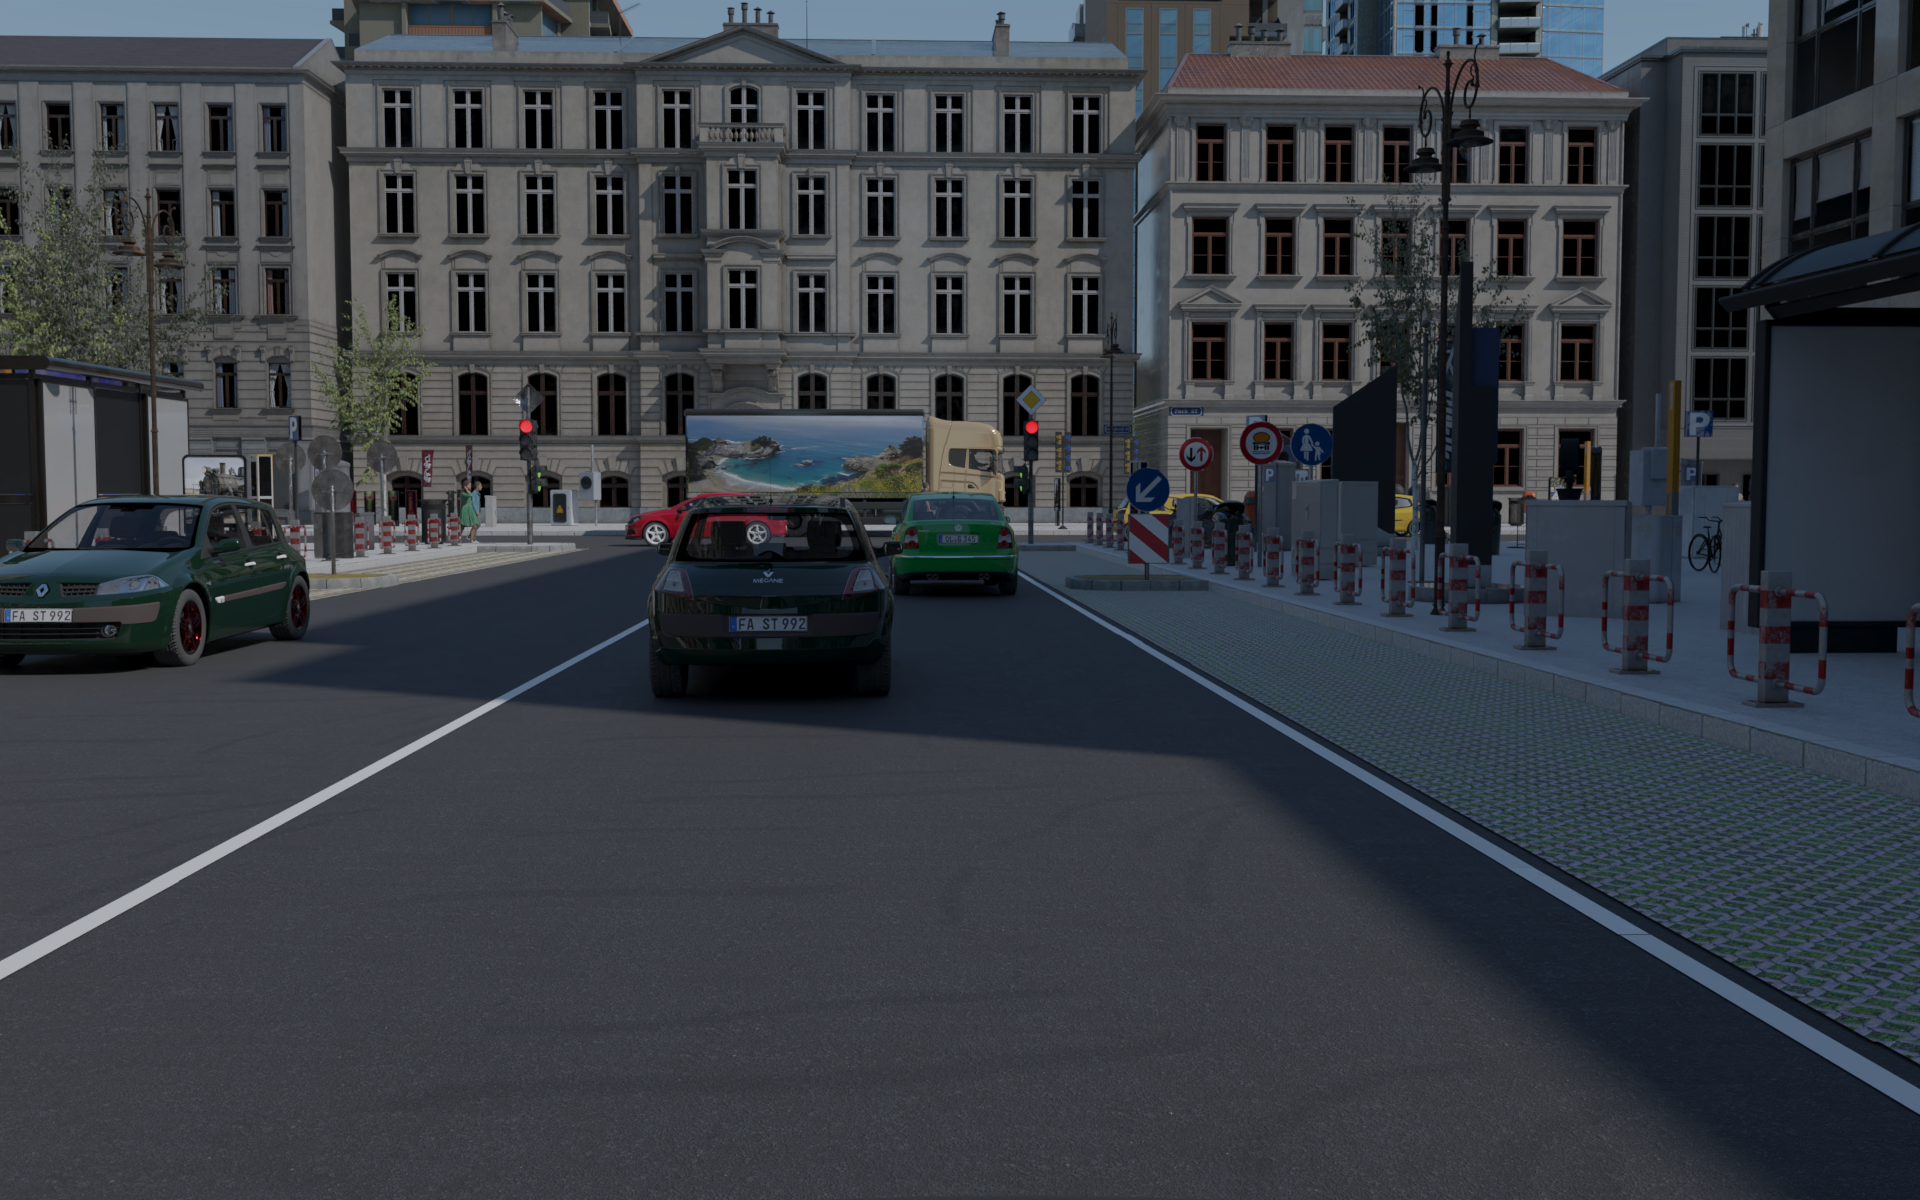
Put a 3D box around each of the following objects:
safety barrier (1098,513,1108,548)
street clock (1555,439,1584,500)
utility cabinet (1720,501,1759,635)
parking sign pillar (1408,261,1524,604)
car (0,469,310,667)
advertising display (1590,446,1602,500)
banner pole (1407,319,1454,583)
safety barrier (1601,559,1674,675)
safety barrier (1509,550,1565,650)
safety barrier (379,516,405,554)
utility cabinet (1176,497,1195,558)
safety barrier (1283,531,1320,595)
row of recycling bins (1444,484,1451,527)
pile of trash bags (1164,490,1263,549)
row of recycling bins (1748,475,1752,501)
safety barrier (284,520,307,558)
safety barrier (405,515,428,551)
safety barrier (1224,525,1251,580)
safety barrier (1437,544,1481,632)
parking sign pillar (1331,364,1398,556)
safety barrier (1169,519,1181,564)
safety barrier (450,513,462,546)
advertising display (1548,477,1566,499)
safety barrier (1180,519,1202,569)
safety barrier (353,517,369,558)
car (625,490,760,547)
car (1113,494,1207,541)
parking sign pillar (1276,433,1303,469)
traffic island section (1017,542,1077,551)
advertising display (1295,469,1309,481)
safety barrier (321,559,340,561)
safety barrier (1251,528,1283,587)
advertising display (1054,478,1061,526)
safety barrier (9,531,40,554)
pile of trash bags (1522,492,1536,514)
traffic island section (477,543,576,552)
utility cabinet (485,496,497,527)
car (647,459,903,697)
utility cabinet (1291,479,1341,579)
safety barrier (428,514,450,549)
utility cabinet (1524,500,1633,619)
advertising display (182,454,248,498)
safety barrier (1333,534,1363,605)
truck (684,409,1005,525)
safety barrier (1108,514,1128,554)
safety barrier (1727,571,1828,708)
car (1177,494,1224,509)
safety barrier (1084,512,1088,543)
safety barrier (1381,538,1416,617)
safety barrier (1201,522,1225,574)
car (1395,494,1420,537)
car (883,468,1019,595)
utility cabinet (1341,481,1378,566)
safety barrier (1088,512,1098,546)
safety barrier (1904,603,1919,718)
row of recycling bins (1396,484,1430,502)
[{"bbox_3d":[3.559,-1.647,41.210,0.300,0.817,1.120,0,4,-3],"label":"safety barrier"},{"bbox_3d":[7.967,-1.107,22.664,0.358,2.002,0.471,1,4,22],"label":"street clock"},{"bbox_3d":[7.374,-0.292,15.936,0.306,1.237,1.020,0,4,-3],"label":"utility cabinet"},{"bbox_3d":[6.147,-1.976,20.776,1.447,3.967,1.447,1,4,13],"label":"parking sign pillar"},{"bbox_3d":[-7.288,-0.356,15.611,2.009,1.686,4.222,0,4,-2],"label":"car"},{"bbox_3d":[8.716,-1.134,23.760,0.123,1.923,0.974,1,4,21],"label":"advertising display"},{"bbox_3d":[6.896,-2.131,24.856,0.863,3.779,0.401,1,4,14],"label":"banner pole"},{"bbox_3d":[4.829,0.116,12.373,0.300,0.817,1.120,0,4,-3],"label":"safety barrier"},{"bbox_3d":[4.751,-0.001,14.289,0.300,0.817,1.120,0,4,-3],"label":"safety barrier"},{"bbox_3d":[-12.193,-1.383,36.881,0.300,0.817,1.120,0,4,-3],"label":"safety barrier"},{"bbox_3d":[4.564,-1.466,35.125,0.306,1.237,1.020,1,4,12],"label":"utility cabinet"},{"bbox_3d":[4.407,-0.471,21.979,0.300,0.817,1.120,0,4,-3],"label":"safety barrier"},{"bbox_3d":[19.796,-3.757,68.543,1.069,1.692,3.534,0,4,4],"label":"row of recycling bins"},{"bbox_3d":[6.350,-1.972,41.987,1.912,1.369,3.447,3,5,42],"label":"pile of trash bags"},{"bbox_3d":[9.447,-0.700,18.556,1.069,1.692,3.534,3,5,44],"label":"row of recycling bins"},{"bbox_3d":[-11.942,-1.030,31.119,0.300,0.817,1.120,0,4,-3],"label":"safety barrier"},{"bbox_3d":[-12.282,-1.501,38.809,0.300,0.817,1.120,0,4,-3],"label":"safety barrier"},{"bbox_3d":[4.237,-0.706,25.820,0.300,0.817,1.120,0,4,-3],"label":"safety barrier"},{"bbox_3d":[4.662,-0.118,16.204,0.300,0.817,1.120,0,4,-3],"label":"safety barrier"},{"bbox_3d":[8.428,-2.919,36.198,1.447,3.967,1.447,0,4,7],"label":"parking sign pillar"},{"bbox_3d":[3.986,-1.060,31.600,0.300,0.817,1.120,0,4,-3],"label":"safety barrier"},{"bbox_3d":[-12.450,-1.735,42.641,0.300,0.817,1.120,0,4,-3],"label":"safety barrier"},{"bbox_3d":[23.244,-3.797,67.291,0.974,1.923,0.123,-2,4,-27],"label":"advertising display"},{"bbox_3d":[4.067,-0.942,29.673,0.300,0.817,1.120,0,4,-3],"label":"safety barrier"},{"bbox_3d":[-12.113,-1.265,34.966,0.300,0.817,1.120,0,4,-3],"label":"safety barrier"},{"bbox_3d":[-7.031,-2.384,48.019,4.494,1.783,2.155,0,4,-3],"label":"car"},{"bbox_3d":[6.558,-2.612,52.923,3.980,1.641,2.015,0,4,-3],"label":"car"},{"bbox_3d":[12.830,-4.881,68.272,1.447,3.967,1.447,2,4,25],"label":"parking sign pillar"},{"bbox_3d":[1.842,-1.362,44.549,2.009,0.180,2.903,0,4,-3],"label":"traffic island section"},{"bbox_3d":[8.562,-2.390,44.297,0.123,1.923,0.974,-3,5,-41],"label":"advertising display"},{"bbox_3d":[-12.025,-1.148,33.050,0.300,0.817,1.120,0,4,-3],"label":"safety barrier"},{"bbox_3d":[4.322,-0.589,23.905,0.300,0.817,1.120,0,4,-3],"label":"safety barrier"},{"bbox_3d":[3.940,-3.966,70.064,0.123,1.923,0.974,0,4,-5],"label":"advertising display"},{"bbox_3d":[-11.516,-0.443,21.516,0.300,0.817,1.120,0,4,-3],"label":"safety barrier"},{"bbox_3d":[25.531,-3.884,73.263,3.447,1.369,1.912,1,4,11],"label":"pile of trash bags"},{"bbox_3d":[-10.937,-1.328,43.992,2.009,0.180,2.903,0,4,-3],"label":"traffic island section"},{"bbox_3d":[-18.247,-3.439,67.389,0.306,1.237,1.020,0,4,-6],"label":"utility cabinet"},{"bbox_3d":[-1.431,-0.237,13.661,2.009,1.686,4.222,0,4,-4],"label":"car"},{"bbox_3d":[5.352,-1.073,26.220,0.318,1.500,1.173,-1,4,-10],"label":"utility cabinet"},{"bbox_3d":[-12.363,-1.618,40.726,0.300,0.817,1.120,0,4,-3],"label":"safety barrier"},{"bbox_3d":[6.473,-0.427,18.150,1.020,1.237,0.306,2,4,31],"label":"utility cabinet"},{"bbox_3d":[-12.162,-1.413,28.312,0.974,1.923,0.123,-1,4,-17],"label":"advertising display"},{"bbox_3d":[4.491,-0.354,20.064,0.300,0.817,1.120,0,4,-3],"label":"safety barrier"},{"bbox_3d":[-3.466,-4.245,58.323,11.283,4.237,2.839,0,4,-1],"label":"truck"},{"bbox_3d":[3.643,-1.530,39.283,0.300,0.817,1.120,0,4,-3],"label":"safety barrier"},{"bbox_3d":[4.919,0.233,10.458,0.300,0.817,1.120,0,4,-3],"label":"safety barrier"},{"bbox_3d":[8.184,-2.903,57.688,3.980,1.641,2.015,0,4,-4],"label":"car"},{"bbox_3d":[3.390,-1.883,45.060,0.300,0.817,1.120,0,4,-3],"label":"safety barrier"},{"bbox_3d":[4.580,-0.236,18.129,0.300,0.817,1.120,0,4,-3],"label":"safety barrier"},{"bbox_3d":[4.158,-0.824,27.747,0.300,0.817,1.120,0,4,-3],"label":"safety barrier"},{"bbox_3d":[13.745,-2.936,58.230,3.980,1.641,2.015,0,4,-4],"label":"car"},{"bbox_3d":[-0.162,-1.053,26.015,1.959,1.807,4.718,0,4,-4],"label":"car"},{"bbox_3d":[6.890,-1.331,30.437,0.318,1.500,1.173,3,5,44],"label":"utility cabinet"},{"bbox_3d":[3.476,-1.765,43.125,0.300,0.817,1.120,0,4,-3],"label":"safety barrier"},{"bbox_3d":[5.001,0.351,8.538,0.300,0.817,1.120,0,4,-3],"label":"safety barrier"},{"bbox_3d":[16.710,-3.743,68.315,3.534,1.692,1.069,1,4,11],"label":"row of recycling bins"}]
